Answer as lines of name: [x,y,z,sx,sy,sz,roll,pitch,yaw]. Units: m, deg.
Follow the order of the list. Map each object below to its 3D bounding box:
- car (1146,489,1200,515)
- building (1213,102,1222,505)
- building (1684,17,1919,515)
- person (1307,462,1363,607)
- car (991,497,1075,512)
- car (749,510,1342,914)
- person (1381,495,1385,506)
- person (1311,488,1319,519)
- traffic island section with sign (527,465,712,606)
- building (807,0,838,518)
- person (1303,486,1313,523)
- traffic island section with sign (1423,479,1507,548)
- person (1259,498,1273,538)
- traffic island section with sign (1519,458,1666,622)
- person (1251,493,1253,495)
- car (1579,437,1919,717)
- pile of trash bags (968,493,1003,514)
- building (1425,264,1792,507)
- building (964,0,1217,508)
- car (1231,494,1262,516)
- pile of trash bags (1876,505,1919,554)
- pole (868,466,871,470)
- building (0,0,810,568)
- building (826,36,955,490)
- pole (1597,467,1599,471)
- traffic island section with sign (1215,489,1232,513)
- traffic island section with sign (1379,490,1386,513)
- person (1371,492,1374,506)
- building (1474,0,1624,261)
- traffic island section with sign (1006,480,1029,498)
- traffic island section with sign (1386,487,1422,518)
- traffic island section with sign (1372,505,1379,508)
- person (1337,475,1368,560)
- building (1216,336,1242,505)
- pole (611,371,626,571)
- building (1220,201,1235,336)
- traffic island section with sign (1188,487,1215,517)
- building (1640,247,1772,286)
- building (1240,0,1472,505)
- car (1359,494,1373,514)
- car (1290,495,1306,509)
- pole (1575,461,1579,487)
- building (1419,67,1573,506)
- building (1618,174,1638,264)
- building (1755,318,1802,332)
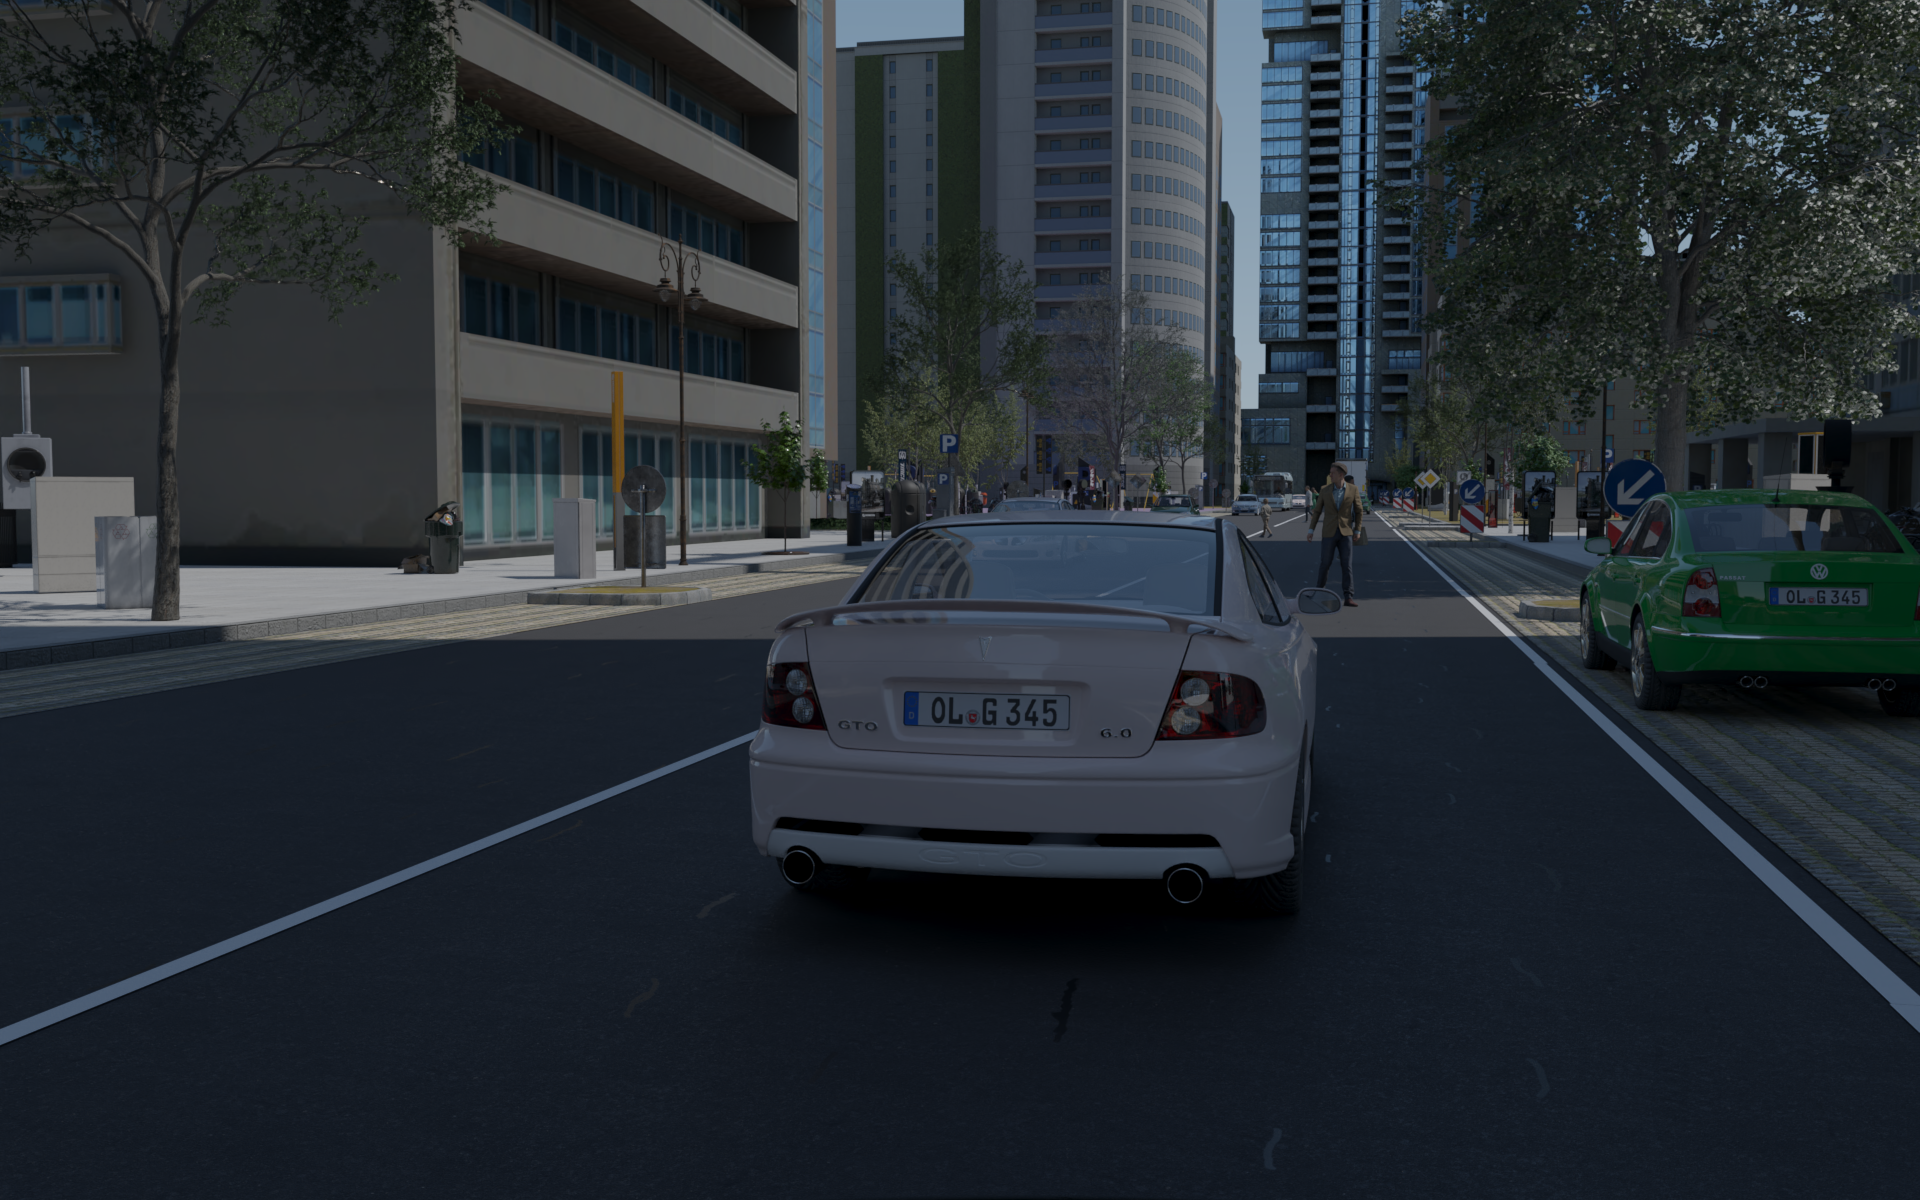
car: [8.234,-3.474,66.580,2.009,1.686,4.222,1,4,13]
building: [21.117,-33.024,190.058,14.600,45.320,14.200,1,4,13]
building: [35.219,-21.294,40.035,32.217,40.220,23.993,1,4,13]
person: [4.816,-0.849,22.298,0.656,1.842,0.836,-1,4,-20]
car: [1.454,-1.398,35.216,2.083,1.381,4.827,1,4,12]
car: [0.572,0.301,7.433,2.083,1.381,4.827,1,4,12]
person: [48.060,-11.454,196.331,0.434,1.755,0.990,-1,4,-18]
person: [20.307,-5.565,99.739,0.600,1.795,0.529,3,5,41]
traffic island section with sign: [-4.404,-0.881,23.032,1.989,1.847,2.006,1,4,13]
building: [-13.644,-25.507,67.148,14.200,45.320,14.600,1,4,13]
person: [17.618,-4.819,87.139,0.795,1.843,0.661,0,4,5]
traffic island section with sign: [13.643,-2.329,46.701,1.989,1.847,2.006,1,4,13]
person: [10.012,-2.690,56.762,0.475,1.303,0.640,-3,5,-44]
traffic island section with sign: [7.554,-0.696,20.011,1.989,1.847,2.006,1,4,13]
person: [26.956,-9.155,158.631,0.568,1.767,0.683,0,4,-6]
car: [5.644,-0.231,12.572,1.959,1.807,4.718,1,4,13]
pile of trash bags: [0.818,-5.369,97.538,3.447,1.369,1.912,1,4,20]
building: [58.063,-19.266,160.039,27.650,21.520,28.899,1,4,13]
building: [13.262,-38.367,169.305,21.231,58.520,28.212,1,4,13]
car: [19.084,-6.311,115.193,2.014,1.417,4.499,1,4,14]
pile of trash bags: [17.923,-1.277,30.625,3.447,1.369,1.912,1,4,20]
pole: [-6.609,-8.092,126.146,0.158,3.312,0.155,0,3,0]
building: [-17.086,-25.531,41.141,21.300,48.544,21.600,1,4,13]
building: [-8.650,-41.720,224.127,28.212,58.520,21.231,1,4,13]
pole: [48.538,-8.438,131.804,0.158,3.312,0.155,0,3,0]
traffic island section with sign: [20.034,-7.422,129.978,1.989,1.847,2.006,1,4,13]
traffic island section with sign: [32.262,-7.318,128.277,1.989,1.847,2.006,1,4,13]
person: [51.323,-12.629,215.698,0.721,1.735,1.217,3,4,38]
building: [65.054,-54.375,201.701,22.319,86.520,31.000,1,4,13]
traffic island section with sign: [1.601,-2.488,49.312,1.989,1.847,2.006,1,4,13]
traffic island section with sign: [26.274,-5.710,101.993,1.989,1.847,2.006,1,4,13]
traffic island section with sign: [43.379,-10.290,176.868,1.989,1.847,2.006,1,4,13]
person: [8.070,-1.682,35.982,0.794,1.824,0.713,-2,4,-25]
building: [19.579,-22.698,216.147,28.899,21.520,27.650,1,4,13]
pole: [-5.703,-2.145,28.907,0.158,3.312,0.155,0,3,0]
building: [31.274,-34.335,244.968,14.086,41.232,14.154,1,4,13]
traffic island section with sign: [13.994,-5.810,103.618,1.989,1.847,2.006,1,4,13]
building: [88.747,-26.618,206.905,14.107,30.474,14.160,1,4,13]
building: [54.261,-56.901,242.996,31.000,86.520,22.319,1,4,13]
car: [28.256,-6.812,123.172,2.131,1.459,4.920,1,4,14]
car: [32.336,-9.341,165.093,2.083,1.381,4.827,1,4,13]
pole: [38.403,-6.974,107.870,0.158,3.312,0.155,0,3,0]
building: [55.932,-32.523,181.858,14.600,45.320,14.200,1,4,13]
building: [79.983,-37.571,237.980,21.600,48.544,21.300,1,4,13]
building: [108.091,-21.423,195.307,28.899,21.520,27.650,1,4,13]
